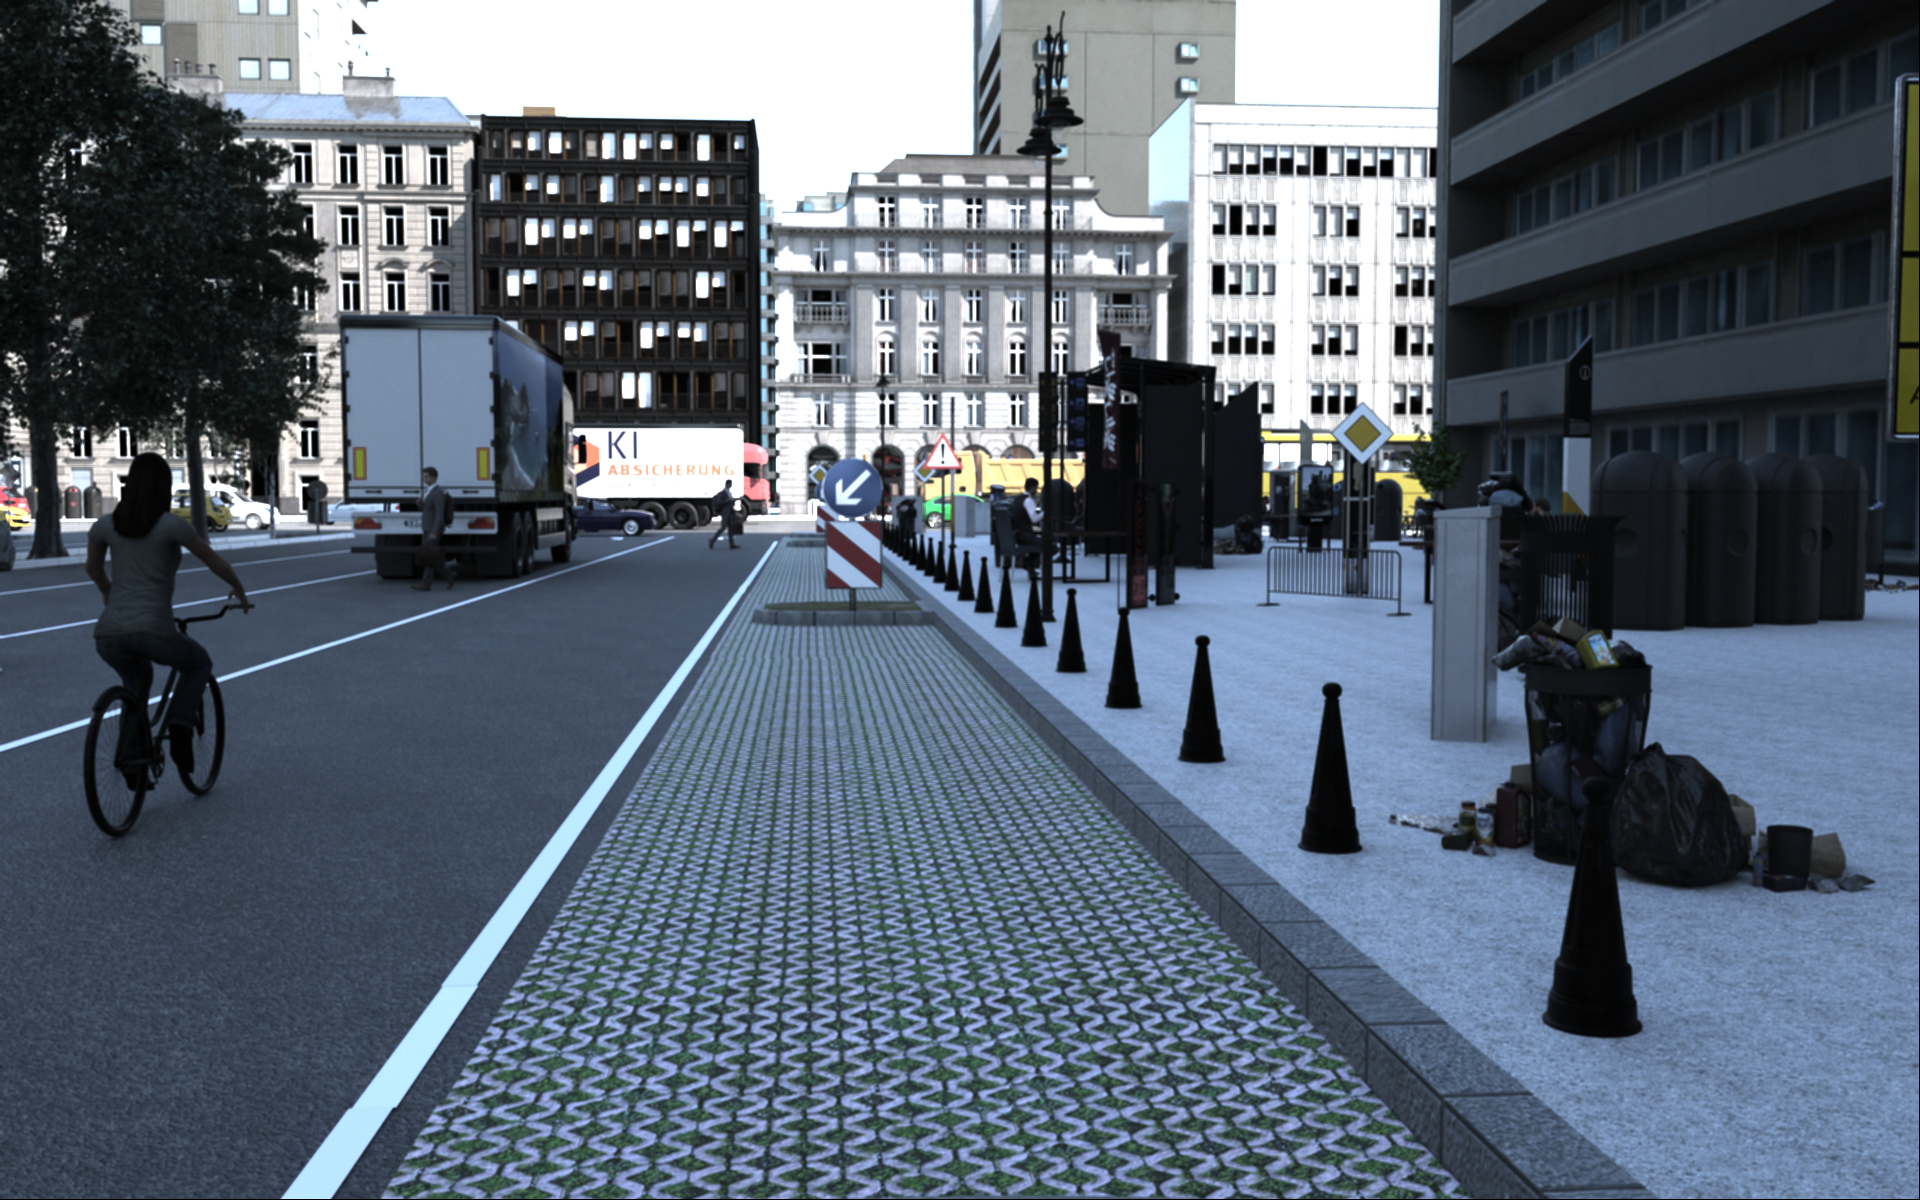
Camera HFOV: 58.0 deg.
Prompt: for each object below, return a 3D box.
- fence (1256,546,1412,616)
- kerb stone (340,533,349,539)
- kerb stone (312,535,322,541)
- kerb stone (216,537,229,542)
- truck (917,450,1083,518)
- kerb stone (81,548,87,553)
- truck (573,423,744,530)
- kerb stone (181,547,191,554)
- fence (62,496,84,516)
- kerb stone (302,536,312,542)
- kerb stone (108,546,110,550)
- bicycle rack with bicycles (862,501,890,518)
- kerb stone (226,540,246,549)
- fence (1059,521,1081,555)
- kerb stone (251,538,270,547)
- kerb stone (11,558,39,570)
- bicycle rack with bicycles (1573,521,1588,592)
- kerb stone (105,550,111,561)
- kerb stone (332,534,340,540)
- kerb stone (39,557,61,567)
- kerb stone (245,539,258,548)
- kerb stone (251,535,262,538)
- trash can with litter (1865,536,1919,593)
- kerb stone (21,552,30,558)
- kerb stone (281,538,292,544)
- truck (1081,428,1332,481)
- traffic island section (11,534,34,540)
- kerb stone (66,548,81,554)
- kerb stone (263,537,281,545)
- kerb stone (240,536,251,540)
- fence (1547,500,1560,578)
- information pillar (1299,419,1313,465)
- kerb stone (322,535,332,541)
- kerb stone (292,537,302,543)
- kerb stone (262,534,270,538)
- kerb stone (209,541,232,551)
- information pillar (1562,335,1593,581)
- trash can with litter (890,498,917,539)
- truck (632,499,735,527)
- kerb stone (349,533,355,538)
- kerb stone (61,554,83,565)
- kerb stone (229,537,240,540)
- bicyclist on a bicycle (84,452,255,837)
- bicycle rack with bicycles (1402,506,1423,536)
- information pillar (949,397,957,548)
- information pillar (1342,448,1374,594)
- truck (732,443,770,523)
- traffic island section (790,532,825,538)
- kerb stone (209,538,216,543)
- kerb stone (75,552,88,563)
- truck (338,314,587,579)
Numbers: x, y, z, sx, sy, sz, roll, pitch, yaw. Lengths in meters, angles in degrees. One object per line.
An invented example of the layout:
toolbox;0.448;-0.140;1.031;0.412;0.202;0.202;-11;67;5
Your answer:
fence;4.095;-0.228;19.102;0.278;0.683;2.069;-2;4;-34
kerb stone;-19.937;-2.050;55.715;0.120;0.150;1.000;0;4;-5
kerb stone;-19.670;-1.862;52.638;0.120;0.150;1.000;0;4;-5
kerb stone;-21.584;-1.725;50.393;0.120;0.150;1.000;0;4;-5
truck;2.129;-5.054;78.557;9.791;3.379;3.469;0;4;-5
kerb stone;-20.777;-1.159;41.151;0.120;0.150;1.000;0;4;-5
truck;-14.416;-4.934;69.585;11.283;4.237;2.839;0;4;-4
kerb stone;-18.783;-1.235;42.384;0.120;0.150;1.000;0;4;-5
fence;-46.086;-4.796;89.622;2.264;1.192;0.480;-1;4;-22
kerb stone;-19.582;-1.799;51.615;0.120;0.150;1.000;0;4;-5
kerb stone;-20.878;-1.222;42.173;0.120;0.150;1.000;0;4;-5
bicycle rack with bicycles;-3.977;-4.843;92.558;2.852;0.926;2.925;-1;4;-13
kerb stone;-19.043;-1.422;45.458;0.120;0.150;1.000;0;4;-5
fence;2.322;-1.356;37.540;0.278;0.683;2.069;0;4;-5
kerb stone;-19.224;-1.547;47.502;0.120;0.150;1.000;0;4;-5
kerb stone;-17.976;-0.671;33.166;0.120;0.150;1.000;0;4;-5
bicycle rack with bicycles;9.038;-0.586;22.957;2.852;0.926;2.925;2;4;28
kerb stone;-18.339;-0.922;37.264;0.120;0.150;1.000;0;4;-5
kerb stone;-19.855;-1.987;54.691;0.120;0.150;1.000;0;4;-5
kerb stone;-18.073;-0.733;34.188;0.120;0.150;1.000;0;4;-5
kerb stone;-19.142;-1.479;46.480;0.120;0.150;1.000;0;4;-5
kerb stone;-21.854;-1.913;53.467;0.120;0.150;1.000;0;4;-5
trash can with litter;12.625;-0.751;23.337;2.233;1.210;1.678;-1;4;-14
kerb stone;-20.514;-0.971;38.073;0.120;0.150;1.000;0;4;-5
kerb stone;-19.405;-1.674;49.566;0.120;0.150;1.000;0;4;-5
truck;10.235;-5.261;74.927;11.283;4.237;2.839;0;4;-5
traffic island section;-30.309;-2.014;55.216;2.009;0.180;2.903;0;4;-5
kerb stone;-20.693;-1.097;40.128;0.120;0.150;1.000;0;4;-5
kerb stone;-19.322;-1.611;48.533;0.120;0.150;1.000;0;4;-5
kerb stone;-21.757;-1.845;52.439;0.120;0.150;1.000;0;4;-5
fence;9.294;-1.010;27.711;0.480;1.192;2.264;1;4;14
information pillar;10.734;-3.820;53.810;0.183;3.616;0.504;-3;4;-38
kerb stone;-19.751;-1.923;53.670;0.120;0.150;1.000;0;4;-5
kerb stone;-19.496;-1.736;50.593;0.120;0.150;1.000;0;4;-5
kerb stone;-21.945;-1.972;54.490;0.120;0.150;1.000;0;4;-5
kerb stone;-18.962;-1.359;44.429;0.120;0.150;1.000;0;4;-5
information pillar;9.106;-2.091;25.537;0.504;3.616;0.183;-2;4;-28
trash can with litter;-1.711;-2.333;49.536;0.624;1.170;1.055;-3;5;-41
truck;-14.977;-5.359;76.532;11.283;4.237;2.839;0;4;-5
kerb stone;-20.019;-2.113;56.738;0.120;0.150;1.000;0;4;-5
kerb stone;-18.160;-0.796;35.210;0.120;0.150;1.000;0;4;-5
kerb stone;-21.668;-1.787;51.416;0.120;0.150;1.000;0;4;-5
bicyclist on a bicycle;-3.574;0.141;7.712;1.499;1.676;1.625;0;4;-5
bicycle rack with bicycles;14.111;-2.424;53.007;2.852;0.926;2.925;-1;4;-17
information pillar;-0.176;-3.066;41.479;0.183;3.616;0.504;0;4;1
information pillar;5.100;-1.088;22.276;0.304;2.012;0.304;0;4;2
truck;-14.088;-5.723;82.477;11.283;4.237;2.839;0;4;-4
traffic island section;-4.613;-2.150;57.429;2.009;0.180;2.903;0;4;-5
kerb stone;-21.501;-1.662;49.364;0.120;0.150;1.000;0;4;-5
kerb stone;-18.247;-0.856;36.233;0.120;0.150;1.000;0;4;-5
truck;-9.004;-2.678;32.701;2.839;4.237;11.283;0;4;-6
